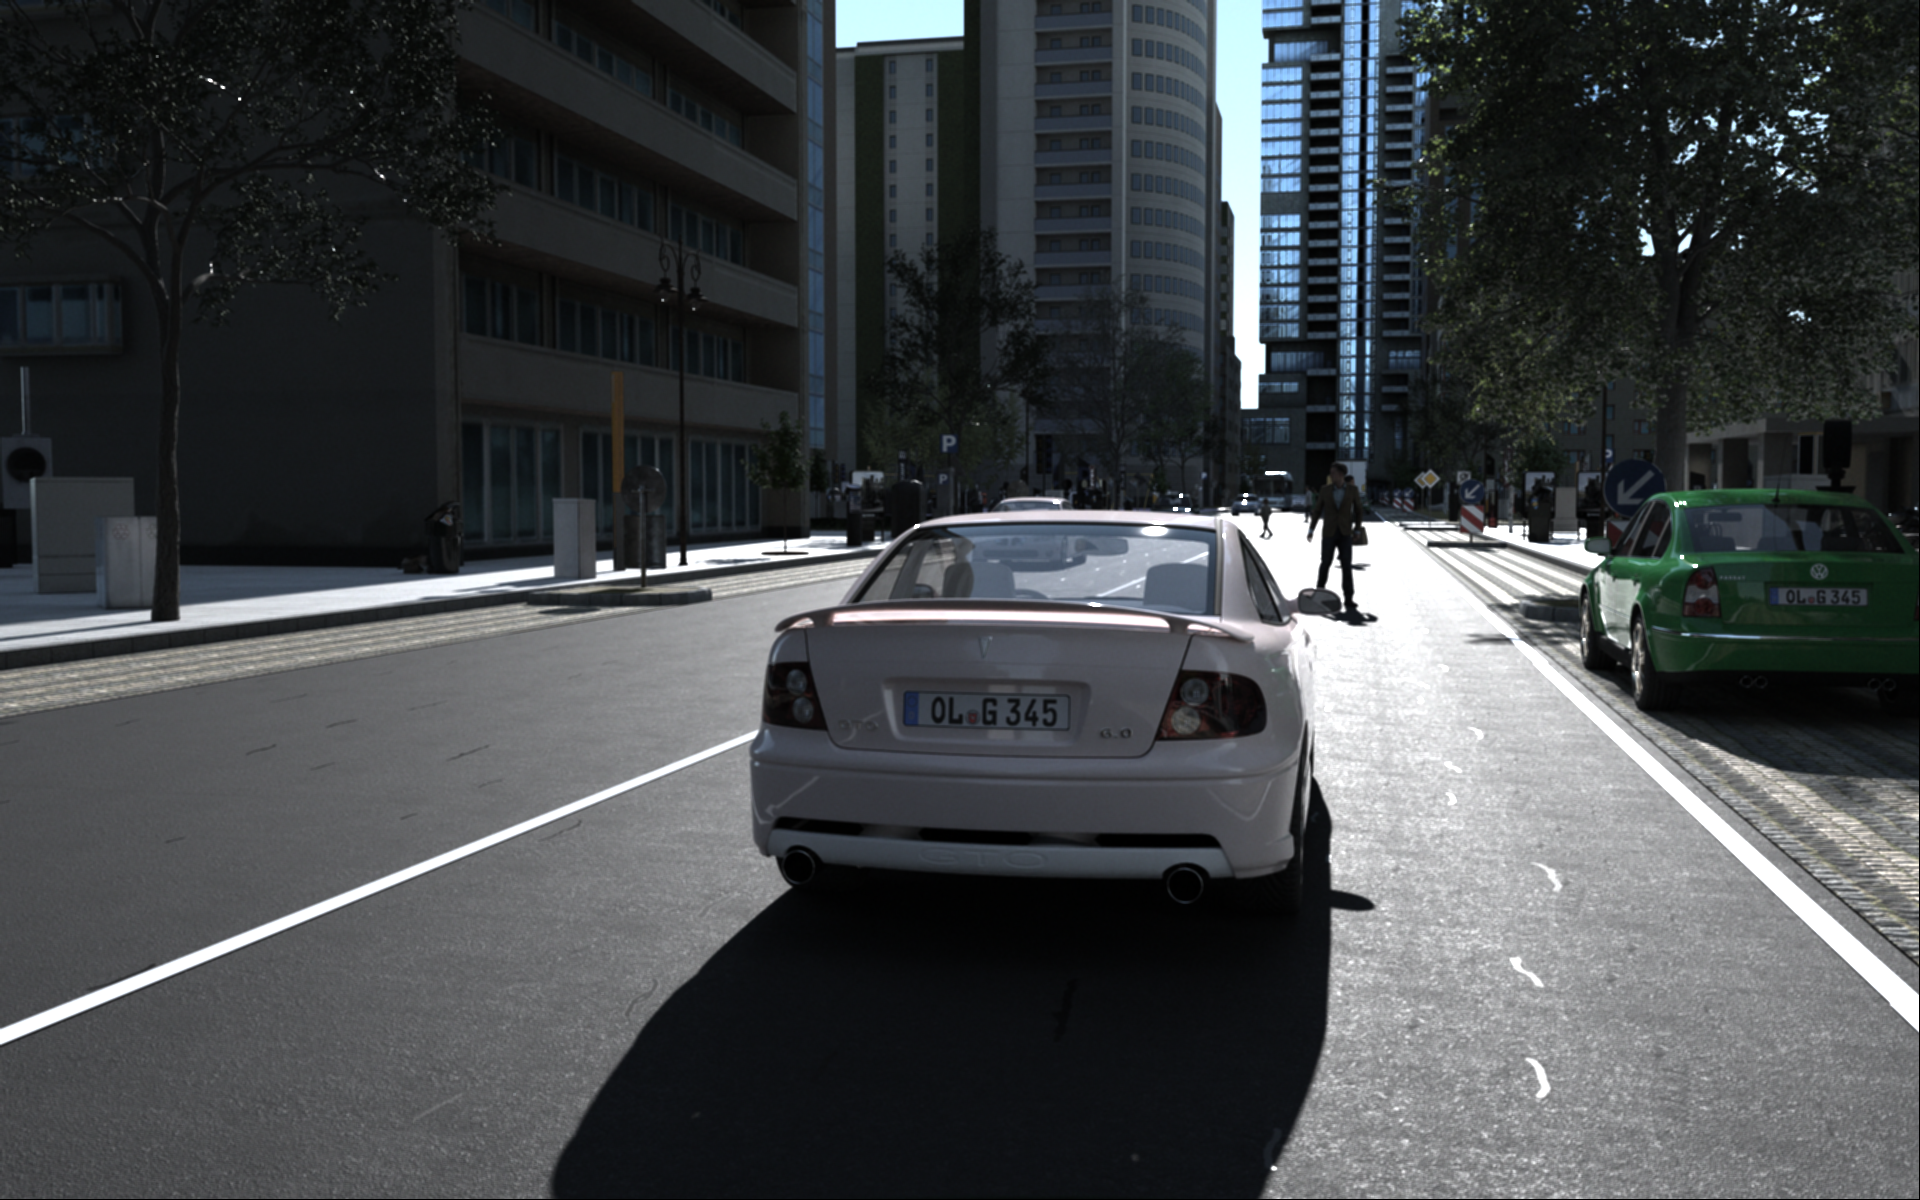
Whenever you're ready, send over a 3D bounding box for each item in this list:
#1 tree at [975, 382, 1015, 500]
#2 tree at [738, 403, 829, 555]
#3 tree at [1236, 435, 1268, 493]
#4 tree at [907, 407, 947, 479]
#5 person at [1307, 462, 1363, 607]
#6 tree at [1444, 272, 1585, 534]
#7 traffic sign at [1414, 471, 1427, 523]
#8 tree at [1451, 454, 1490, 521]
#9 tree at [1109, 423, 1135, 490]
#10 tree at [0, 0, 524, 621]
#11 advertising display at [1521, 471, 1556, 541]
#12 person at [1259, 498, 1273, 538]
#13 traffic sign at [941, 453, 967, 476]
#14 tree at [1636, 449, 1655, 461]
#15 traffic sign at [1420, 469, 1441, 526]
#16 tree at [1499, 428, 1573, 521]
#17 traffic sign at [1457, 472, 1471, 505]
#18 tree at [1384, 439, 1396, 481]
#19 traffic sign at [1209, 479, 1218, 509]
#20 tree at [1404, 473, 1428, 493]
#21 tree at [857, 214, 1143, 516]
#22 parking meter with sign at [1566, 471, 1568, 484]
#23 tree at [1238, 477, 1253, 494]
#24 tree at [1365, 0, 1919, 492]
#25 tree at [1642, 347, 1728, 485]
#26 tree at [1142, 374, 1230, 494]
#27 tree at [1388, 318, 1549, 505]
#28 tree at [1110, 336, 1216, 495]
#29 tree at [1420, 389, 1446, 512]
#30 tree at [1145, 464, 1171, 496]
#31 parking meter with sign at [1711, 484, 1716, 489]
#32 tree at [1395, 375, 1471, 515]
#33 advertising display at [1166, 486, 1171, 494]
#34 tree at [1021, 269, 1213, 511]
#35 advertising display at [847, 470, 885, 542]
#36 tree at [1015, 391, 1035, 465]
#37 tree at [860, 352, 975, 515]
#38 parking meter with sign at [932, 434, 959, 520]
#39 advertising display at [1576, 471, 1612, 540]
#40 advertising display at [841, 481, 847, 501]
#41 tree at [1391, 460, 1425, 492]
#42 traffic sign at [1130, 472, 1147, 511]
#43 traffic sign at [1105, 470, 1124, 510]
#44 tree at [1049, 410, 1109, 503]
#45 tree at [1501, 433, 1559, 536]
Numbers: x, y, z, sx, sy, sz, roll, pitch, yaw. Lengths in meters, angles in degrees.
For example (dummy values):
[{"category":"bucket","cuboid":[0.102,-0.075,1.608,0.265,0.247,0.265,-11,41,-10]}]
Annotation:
[{"category":"tree","cuboid":[0.144,-9.470,105.194,4.737,8.622,4.395,0,3,0]},{"category":"tree","cuboid":[-3.634,-2.580,36.779,1.663,3.219,1.824,0,3,0]},{"category":"tree","cuboid":[35.550,-15.898,210.300,4.737,8.622,4.395,0,3,0]},{"category":"tree","cuboid":[-1.881,-11.689,141.471,4.360,8.622,3.978,0,3,0]},{"category":"person","cuboid":[4.816,-0.849,22.298,0.656,1.842,0.836,-1,4,-20]},{"category":"tree","cuboid":[18.162,-6.465,56.069,4.360,8.622,3.978,0,3,0]},{"category":"traffic sign","cuboid":[20.410,-4.452,76.440,0.795,2.450,0.064,1,4,13]},{"category":"tree","cuboid":[24.381,-5.402,82.921,1.663,3.219,1.824,0,3,0]},{"category":"tree","cuboid":[12.610,-12.090,148.041,4.360,8.622,3.978,0,3,0]},{"category":"tree","cuboid":[-7.829,-5.083,17.521,8.767,10.594,7.601,3,5,41]},{"category":"advertising display","cuboid":[15.897,-2.592,47.593,0.974,1.923,0.123,-1,4,-13]},{"category":"person","cuboid":[10.012,-2.690,56.762,0.475,1.303,0.640,-3,5,-44]},{"category":"traffic sign","cuboid":[-0.237,-3.135,51.266,0.884,2.594,0.081,1,4,13]},{"category":"tree","cuboid":[48.016,-8.316,119.682,4.285,4.588,4.351,0,3,0]},{"category":"traffic sign","cuboid":[18.632,-3.976,68.655,0.795,2.450,0.064,1,4,13]},{"category":"tree","cuboid":[27.812,-6.109,83.597,4.285,4.588,4.351,0,3,0]},{"category":"traffic sign","cuboid":[22.543,-4.612,77.532,0.606,2.300,0.079,1,4,16]},{"category":"tree","cuboid":[56.894,-16.750,224.224,4.737,8.622,4.395,0,3,0]},{"category":"traffic sign","cuboid":[21.574,-9.017,147.537,0.768,2.556,0.104,1,4,13]},{"category":"tree","cuboid":[41.445,-9.951,157.299,1.663,3.219,1.824,0,3,0]},{"category":"tree","cuboid":[0.113,-7.497,56.988,7.601,10.594,8.767,-3,4,-36]},{"category":"parking meter with sign","cuboid":[47.520,-8.370,133.112,1.738,3.016,0.543,1,4,22]},{"category":"tree","cuboid":[33.146,-12.670,201.751,1.663,3.219,1.824,0,3,0]},{"category":"tree","cuboid":[11.495,-7.392,27.522,9.857,13.997,8.962,0,3,0]},{"category":"tree","cuboid":[35.470,-8.191,84.289,4.737,8.622,4.395,0,3,0]},{"category":"tree","cuboid":[15.701,-11.532,122.967,7.601,10.594,8.767,1,4,17]},{"category":"tree","cuboid":[27.134,-9.675,92.604,8.767,10.594,7.601,1,4,17]},{"category":"tree","cuboid":[13.380,-11.568,114.888,9.928,11.665,9.643,0,3,0]},{"category":"tree","cuboid":[33.956,-10.398,120.369,4.360,8.622,3.978,0,3,0]},{"category":"tree","cuboid":[12.678,-6.987,108.843,1.663,3.219,1.824,0,3,0]},{"category":"parking meter with sign","cuboid":[54.741,-7.957,126.353,1.738,3.016,0.543,3,5,44]},{"category":"tree","cuboid":[29.722,-9.559,106.654,4.737,8.622,4.395,0,3,0]},{"category":"advertising display","cuboid":[15.994,-7.868,133.851,0.123,1.923,0.974,3,5,40]},{"category":"tree","cuboid":[8.481,-11.238,94.107,12.009,13.543,11.850,0,3,0]},{"category":"advertising display","cuboid":[-2.492,-2.534,46.642,0.974,1.923,0.123,-1,4,-22]},{"category":"tree","cuboid":[2.908,-9.976,113.475,4.737,8.622,4.395,0,3,0]},{"category":"tree","cuboid":[-2.518,-8.417,87.979,4.737,8.622,4.395,0,3,0]},{"category":"parking meter with sign","cuboid":[-0.448,-3.264,49.624,0.543,3.016,1.738,1,4,9]},{"category":"advertising display","cuboid":[17.521,-2.610,47.881,0.123,1.923,0.974,-3,5,-44]},{"category":"advertising display","cuboid":[-5.337,-4.783,83.409,0.974,1.923,0.123,2,4,35]},{"category":"tree","cuboid":[43.225,-11.199,166.815,4.285,4.588,4.351,0,3,0]},{"category":"traffic sign","cuboid":[8.135,-4.625,79.254,0.795,2.450,0.064,1,4,13]},{"category":"traffic sign","cuboid":[6.357,-4.148,71.469,0.795,2.450,0.064,1,4,13]},{"category":"tree","cuboid":[9.111,-11.680,141.338,4.360,8.622,3.978,0,3,0]},{"category":"tree","cuboid":[17.588,-3.564,52.868,1.663,3.219,1.824,0,3,0]}]
